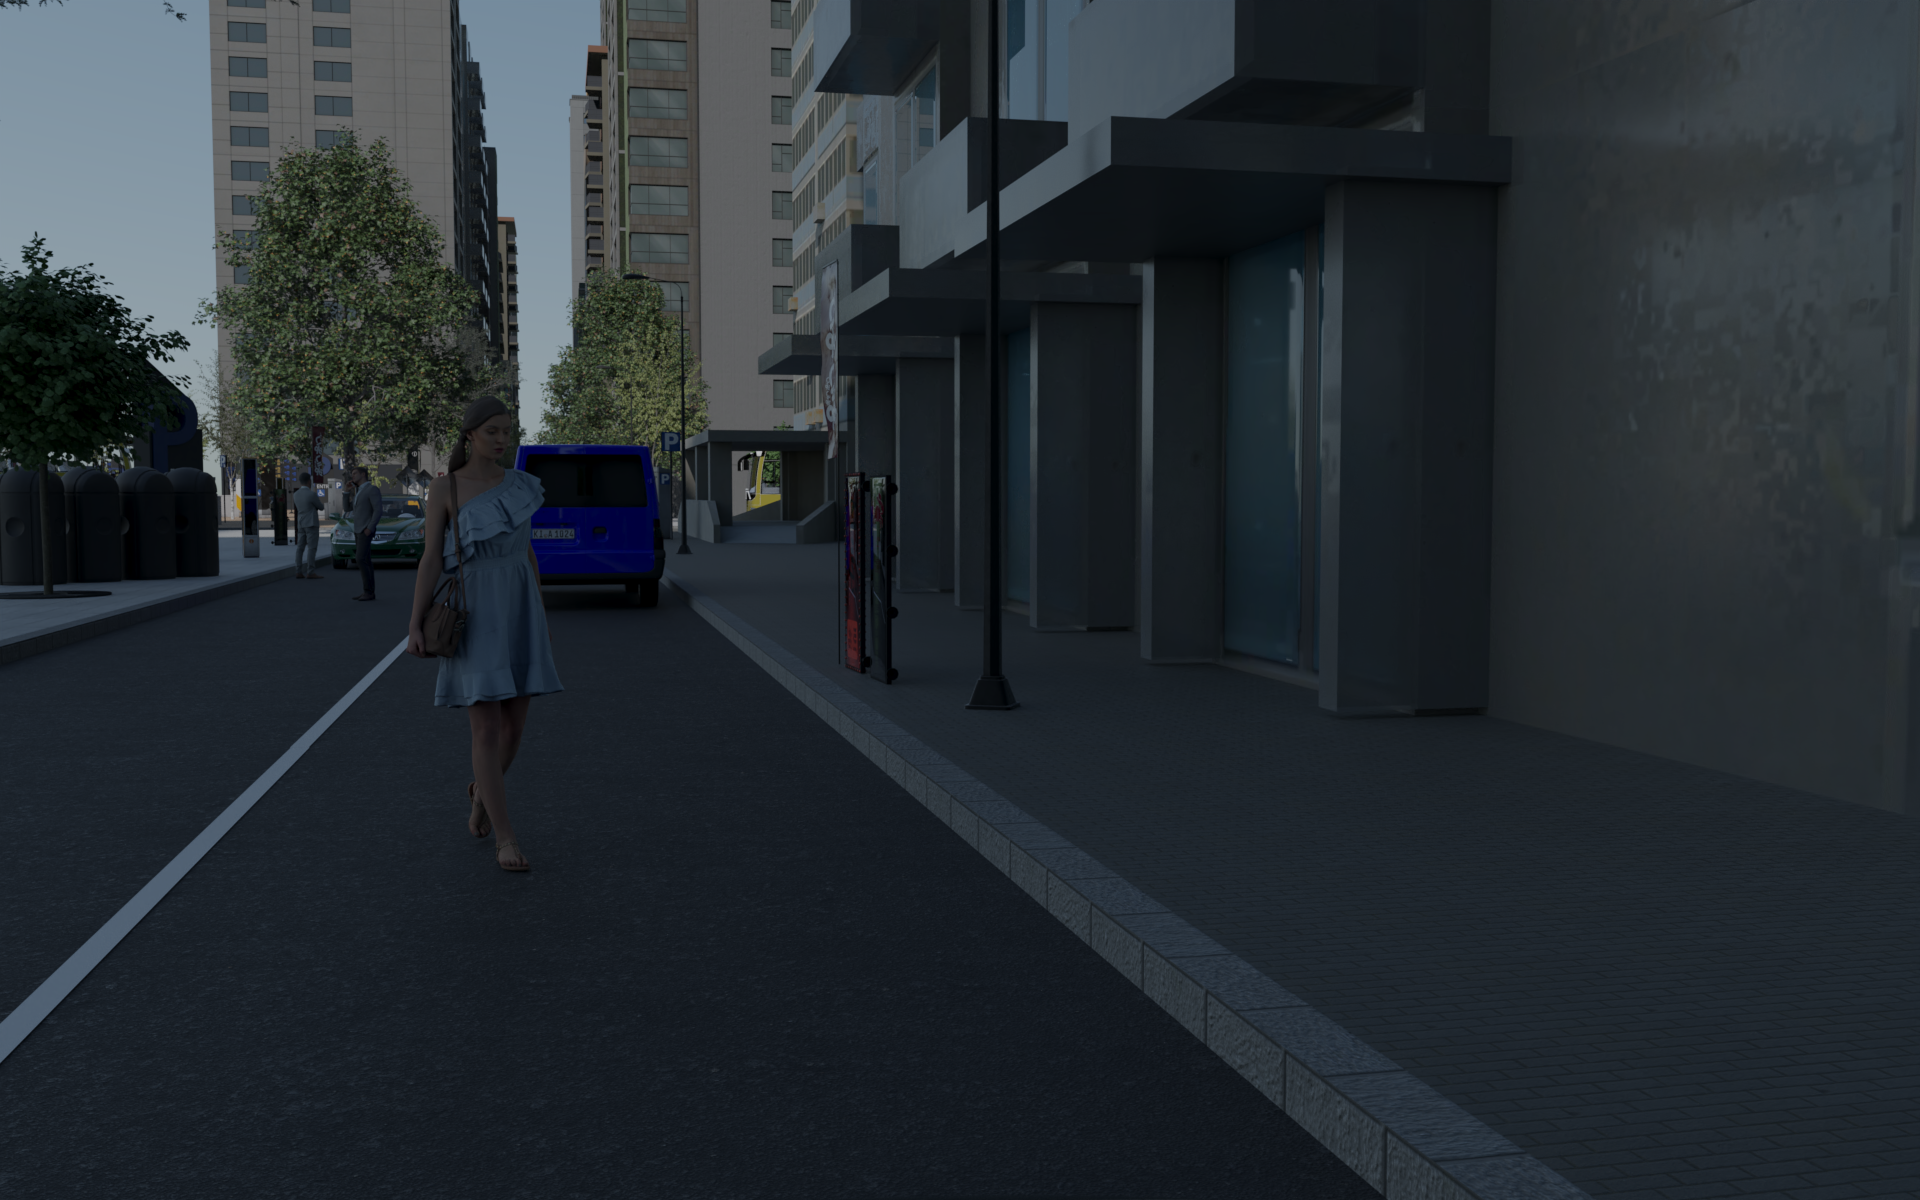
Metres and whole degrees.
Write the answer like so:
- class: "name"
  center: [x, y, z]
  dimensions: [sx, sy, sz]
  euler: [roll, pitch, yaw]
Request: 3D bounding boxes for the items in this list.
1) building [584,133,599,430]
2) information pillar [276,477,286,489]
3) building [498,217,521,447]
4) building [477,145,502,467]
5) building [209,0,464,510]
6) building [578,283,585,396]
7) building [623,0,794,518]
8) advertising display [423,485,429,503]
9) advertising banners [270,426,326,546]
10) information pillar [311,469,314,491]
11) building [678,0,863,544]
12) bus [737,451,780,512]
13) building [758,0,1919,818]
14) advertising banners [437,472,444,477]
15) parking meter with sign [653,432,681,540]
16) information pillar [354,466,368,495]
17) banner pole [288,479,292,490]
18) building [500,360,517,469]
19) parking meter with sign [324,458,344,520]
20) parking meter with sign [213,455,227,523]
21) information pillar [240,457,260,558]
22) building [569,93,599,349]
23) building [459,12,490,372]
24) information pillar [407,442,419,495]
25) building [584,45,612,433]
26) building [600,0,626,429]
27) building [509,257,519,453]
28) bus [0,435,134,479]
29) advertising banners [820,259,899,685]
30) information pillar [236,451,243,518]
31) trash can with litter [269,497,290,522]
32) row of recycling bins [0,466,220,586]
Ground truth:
- class: "building"
  center: [-38.592, -34.352, 211.758]
  dimensions: [14.600, 45.320, 14.200]
  euler: [-1, 4, -13]
- class: "information pillar"
  center: [-29.605, -4.346, 75.554]
  dimensions: [0.304, 2.012, 0.304]
  euler: [0, 4, 1]
- class: "building"
  center: [-78.425, -37.210, 263.013]
  dimensions: [22.147, 44.769, 28.867]
  euler: [-1, 4, -13]
- class: "building"
  center: [-59.788, -31.394, 196.886]
  dimensions: [14.154, 41.232, 14.086]
  euler: [-1, 4, -13]
- class: "building"
  center: [-51.309, -43.434, 148.393]
  dimensions: [20.563, 71.187, 20.611]
  euler: [-1, 4, -13]
- class: "building"
  center: [-45.101, -28.510, 237.838]
  dimensions: [14.160, 30.474, 14.107]
  euler: [-1, 4, -13]
- class: "building"
  center: [-12.162, -20.059, 99.662]
  dimensions: [14.160, 30.474, 14.107]
  euler: [-1, 4, -13]
- class: "advertising display"
  center: [-27.945, -5.289, 91.690]
  dimensions: [0.974, 1.923, 0.123]
  euler: [1, 4, 10]
- class: "advertising banners"
  center: [-16.692, -2.910, 43.773]
  dimensions: [0.090, 3.025, 2.074]
  euler: [1, 4, 19]
- class: "information pillar"
  center: [-29.679, -5.385, 79.392]
  dimensions: [0.183, 3.616, 0.504]
  euler: [-1, 4, -16]
- class: "building"
  center: [7.691, -22.171, 54.380]
  dimensions: [32.217, 40.220, 23.993]
  euler: [-1, 4, -13]
- class: "bus"
  center: [-2.598, -4.741, 69.055]
  dimensions: [12.252, 3.916, 2.896]
  euler: [-1, 4, -12]
- class: "building"
  center: [10.497, -24.407, 18.669]
  dimensions: [23.786, 49.044, 30.456]
  euler: [-1, 4, -13]
- class: "advertising banners"
  center: [-40.517, -8.667, 137.898]
  dimensions: [2.074, 3.025, 0.090]
  euler: [0, 4, -7]
- class: "parking meter with sign"
  center: [-8.484, -3.250, 49.398]
  dimensions: [0.543, 3.016, 1.738]
  euler: [-2, 4, -27]
- class: "information pillar"
  center: [-15.912, -2.544, 46.086]
  dimensions: [0.304, 2.012, 0.304]
  euler: [-1, 4, -9]
- class: "banner pole"
  center: [-49.898, -8.500, 128.992]
  dimensions: [0.401, 3.779, 0.863]
  euler: [0, 4, -2]
- class: "building"
  center: [-74.621, -23.822, 234.520]
  dimensions: [27.650, 21.520, 28.899]
  euler: [-1, 4, -13]
- class: "parking meter with sign"
  center: [-30.705, -5.437, 85.157]
  dimensions: [1.738, 3.016, 0.543]
  euler: [3, 5, 42]
- class: "parking meter with sign"
  center: [-33.553, -4.941, 77.053]
  dimensions: [0.543, 3.016, 1.738]
  euler: [3, 5, 43]
- class: "information pillar"
  center: [-14.288, -1.856, 34.845]
  dimensions: [0.304, 2.012, 0.304]
  euler: [-2, 4, -28]
- class: "building"
  center: [-47.083, -43.805, 258.204]
  dimensions: [21.231, 58.520, 28.212]
  euler: [-1, 4, -13]
- class: "building"
  center: [-59.019, -33.883, 173.600]
  dimensions: [23.786, 49.044, 30.456]
  euler: [-1, 4, -13]
- class: "information pillar"
  center: [-24.328, -5.245, 77.106]
  dimensions: [0.504, 3.616, 0.183]
  euler: [0, 4, -6]
- class: "building"
  center: [-25.508, -31.582, 170.995]
  dimensions: [22.147, 44.769, 28.867]
  euler: [-1, 4, -13]
- class: "building"
  center: [-31.786, -46.267, 194.710]
  dimensions: [20.563, 71.187, 20.611]
  euler: [-1, 4, -13]
- class: "building"
  center: [-79.995, -36.769, 284.763]
  dimensions: [14.154, 41.232, 14.086]
  euler: [-1, 4, -13]
- class: "bus"
  center: [-35.395, -4.306, 61.949]
  dimensions: [12.252, 3.916, 2.896]
  euler: [-1, 4, -13]
- class: "advertising banners"
  center: [-0.754, -0.996, 12.470]
  dimensions: [0.090, 3.025, 2.074]
  euler: [-1, 4, -17]
- class: "information pillar"
  center: [-39.145, -6.292, 94.231]
  dimensions: [0.504, 3.616, 0.183]
  euler: [1, 4, 9]
- class: "trash can with litter"
  center: [-31.590, -4.228, 80.521]
  dimensions: [1.055, 1.170, 0.624]
  euler: [2, 4, 28]
- class: "row of recycling bins"
  center: [-12.551, -1.140, 25.754]
  dimensions: [1.069, 1.692, 3.534]
  euler: [2, 4, 25]
